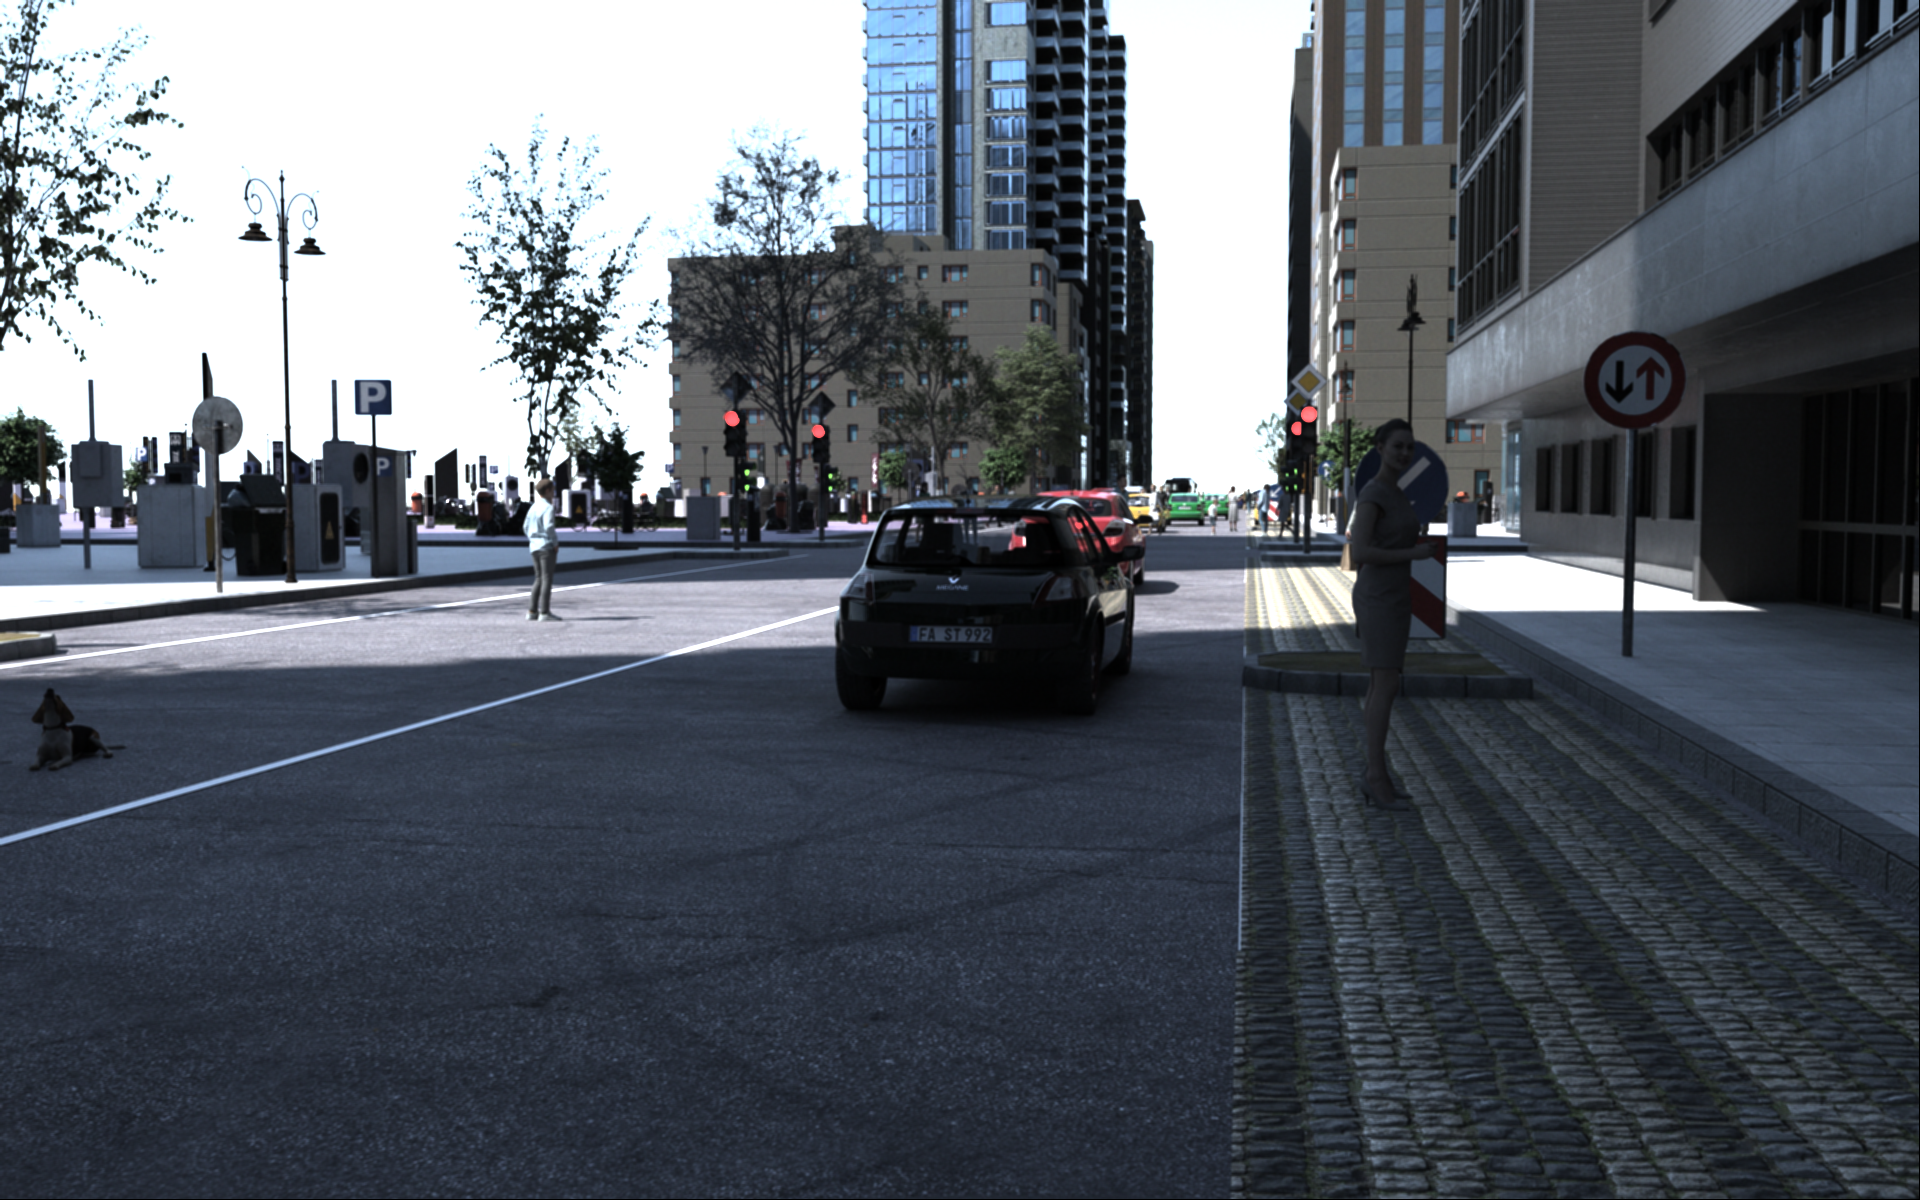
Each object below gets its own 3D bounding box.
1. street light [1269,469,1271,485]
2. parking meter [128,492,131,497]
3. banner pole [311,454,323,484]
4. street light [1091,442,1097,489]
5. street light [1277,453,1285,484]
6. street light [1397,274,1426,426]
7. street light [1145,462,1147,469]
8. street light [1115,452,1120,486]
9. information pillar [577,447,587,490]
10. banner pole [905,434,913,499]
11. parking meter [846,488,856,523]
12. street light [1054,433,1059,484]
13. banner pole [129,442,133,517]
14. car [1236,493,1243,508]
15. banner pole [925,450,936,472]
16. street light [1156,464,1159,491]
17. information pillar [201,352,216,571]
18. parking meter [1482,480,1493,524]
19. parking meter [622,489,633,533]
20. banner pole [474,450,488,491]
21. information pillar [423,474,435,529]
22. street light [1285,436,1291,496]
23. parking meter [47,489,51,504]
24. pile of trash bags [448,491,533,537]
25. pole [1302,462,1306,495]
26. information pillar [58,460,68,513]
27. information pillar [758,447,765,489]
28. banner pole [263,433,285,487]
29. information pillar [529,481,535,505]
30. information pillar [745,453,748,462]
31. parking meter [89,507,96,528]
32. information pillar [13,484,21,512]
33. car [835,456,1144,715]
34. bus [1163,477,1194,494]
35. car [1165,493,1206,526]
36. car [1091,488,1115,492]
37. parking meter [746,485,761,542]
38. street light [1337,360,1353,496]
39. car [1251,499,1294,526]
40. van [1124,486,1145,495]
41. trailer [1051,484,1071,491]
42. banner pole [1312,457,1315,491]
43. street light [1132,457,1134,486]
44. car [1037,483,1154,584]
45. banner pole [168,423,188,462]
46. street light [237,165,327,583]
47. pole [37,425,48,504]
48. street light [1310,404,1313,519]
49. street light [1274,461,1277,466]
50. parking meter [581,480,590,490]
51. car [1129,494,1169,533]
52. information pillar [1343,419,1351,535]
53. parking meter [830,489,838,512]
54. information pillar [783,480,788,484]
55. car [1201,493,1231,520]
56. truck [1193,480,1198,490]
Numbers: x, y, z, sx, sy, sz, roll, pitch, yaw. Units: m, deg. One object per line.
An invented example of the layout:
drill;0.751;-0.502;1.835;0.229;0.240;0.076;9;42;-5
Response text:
street light;39.461;-14.975;217.632;0.468;5.910;1.993;1;4;9
parking meter;-59.026;-7.190;123.269;0.255;1.863;0.399;-1;4;-17
banner pole;-40.287;-7.239;108.368;0.863;3.779;0.401;-2;4;-32
street light;11.857;-11.087;154.055;0.468;5.910;1.993;1;4;9
street light;30.584;-11.704;164.143;0.468;5.910;1.993;1;4;9
street light;9.508;-3.903;36.597;0.468;5.910;1.993;1;4;9
street light;25.158;-15.997;234.342;0.468;5.910;1.993;1;4;9
street light;16.697;-12.879;183.351;0.468;5.910;1.993;1;4;9
information pillar;-18.934;-5.841;86.850;0.504;3.616;0.183;1;4;16
banner pole;-2.103;-5.012;71.958;0.401;3.779;0.863;1;4;20
parking meter;-4.788;-4.163;76.471;0.372;1.533;0.369;0;3;0
street light;6.818;-9.249;124.009;0.468;5.910;1.993;1;4;9
banner pole;-39.408;-5.650;82.398;0.401;3.779;0.863;-2;4;-28
car;27.728;-10.042;173.774;1.945;1.707;3.694;1;4;10
banner pole;-1.774;-6.649;98.725;0.863;3.779;0.401;1;4;14
street light;30.012;-17.769;263.305;0.468;5.910;1.993;1;4;9
information pillar;-12.499;-2.293;28.853;0.183;3.616;0.504;-1;4;-12
parking meter;22.697;-4.208;74.515;0.399;1.863;0.255;-1;4;-21
parking meter;-10.921;-2.964;56.869;0.372;1.533;0.369;0;3;0
banner pole;-27.020;-6.577;97.554;0.863;3.779;0.401;-2;4;-24
information pillar;-19.806;-3.677;64.604;0.304;2.012;0.304;-2;4;-34
street light;25.795;-9.932;135.170;0.468;5.910;1.993;1;4;9
parking meter;-42.537;-4.420;80.681;0.372;1.533;0.369;0;3;0
pile of trash bags;-14.137;-2.676;53.511;1.912;1.369;3.447;0;4;5
pole;21.721;-7.069;109.429;0.158;3.312;0.155;0;3;0
information pillar;-60.539;-7.676;116.860;0.504;3.616;0.183;-2;4;-32
information pillar;-9.933;-5.833;86.727;0.504;3.616;0.183;3;5;42
banner pole;-28.177;-4.965;71.198;0.863;3.779;0.401;-2;4;-31
information pillar;-24.042;-5.680;97.366;0.304;2.012;0.304;0;4;-5
information pillar;-12.119;-6.545;98.360;0.183;3.616;0.504;0;4;-3
parking meter;-32.654;-3.459;64.966;0.372;1.533;0.369;0;3;0
information pillar;-40.869;-5.127;75.179;0.183;3.616;0.504;1;4;19
car;0.307;-0.182;12.760;2.009;1.686;4.222;1;4;10
bus;23.248;-11.523;183.268;2.948;3.499;13.247;1;4;10
car;10.283;-4.312;79.305;1.959;1.807;4.718;0;4;8
car;8.858;-6.016;107.032;2.281;1.827;5.304;1;4;11
parking meter;-5.565;-2.340;46.665;0.372;1.533;0.369;0;3;0
street light;13.275;-5.322;59.795;0.468;5.910;1.993;1;4;9
car;14.403;-4.245;79.628;2.015;1.641;3.980;1;4;10
van;9.140;-5.278;93.302;2.013;2.044;4.112;1;4;11
trailer;6.034;-5.916;103.769;1.471;1.999;3.904;1;4;10
banner pole;23.862;-7.738;116.534;0.401;3.779;0.863;-3;4;-36
street light;20.467;-14.224;205.352;0.468;5.910;1.993;1;4;9
car;1.850;-1.066;26.476;2.155;1.783;4.494;1;4;9
banner pole;-27.385;-4.334;60.871;0.863;3.779;0.401;0;4;2
street light;-9.649;-3.182;24.816;0.468;5.910;1.993;1;4;9
pole;-27.078;-3.504;51.136;0.158;3.312;0.155;0;3;0
street light;18.138;-7.130;89.364;0.468;5.910;1.993;1;4;9
street light;35.542;-13.528;193.973;0.468;5.910;1.993;1;4;9
parking meter;-15.591;-4.059;72.073;0.399;1.863;0.255;-1;4;-14
car;6.853;-3.364;65.223;2.015;1.641;3.980;1;4;9
information pillar;12.113;-3.842;54.177;0.183;3.616;0.504;0;4;0
parking meter;-6.231;-4.730;85.750;0.372;1.533;0.369;0;3;0
information pillar;-9.111;-5.298;91.122;0.304;2.012;0.304;1;4;22
car;14.183;-5.359;96.410;1.959;1.807;4.718;0;4;8
truck;30.218;-14.455;232.260;3.469;3.379;9.791;1;4;9
